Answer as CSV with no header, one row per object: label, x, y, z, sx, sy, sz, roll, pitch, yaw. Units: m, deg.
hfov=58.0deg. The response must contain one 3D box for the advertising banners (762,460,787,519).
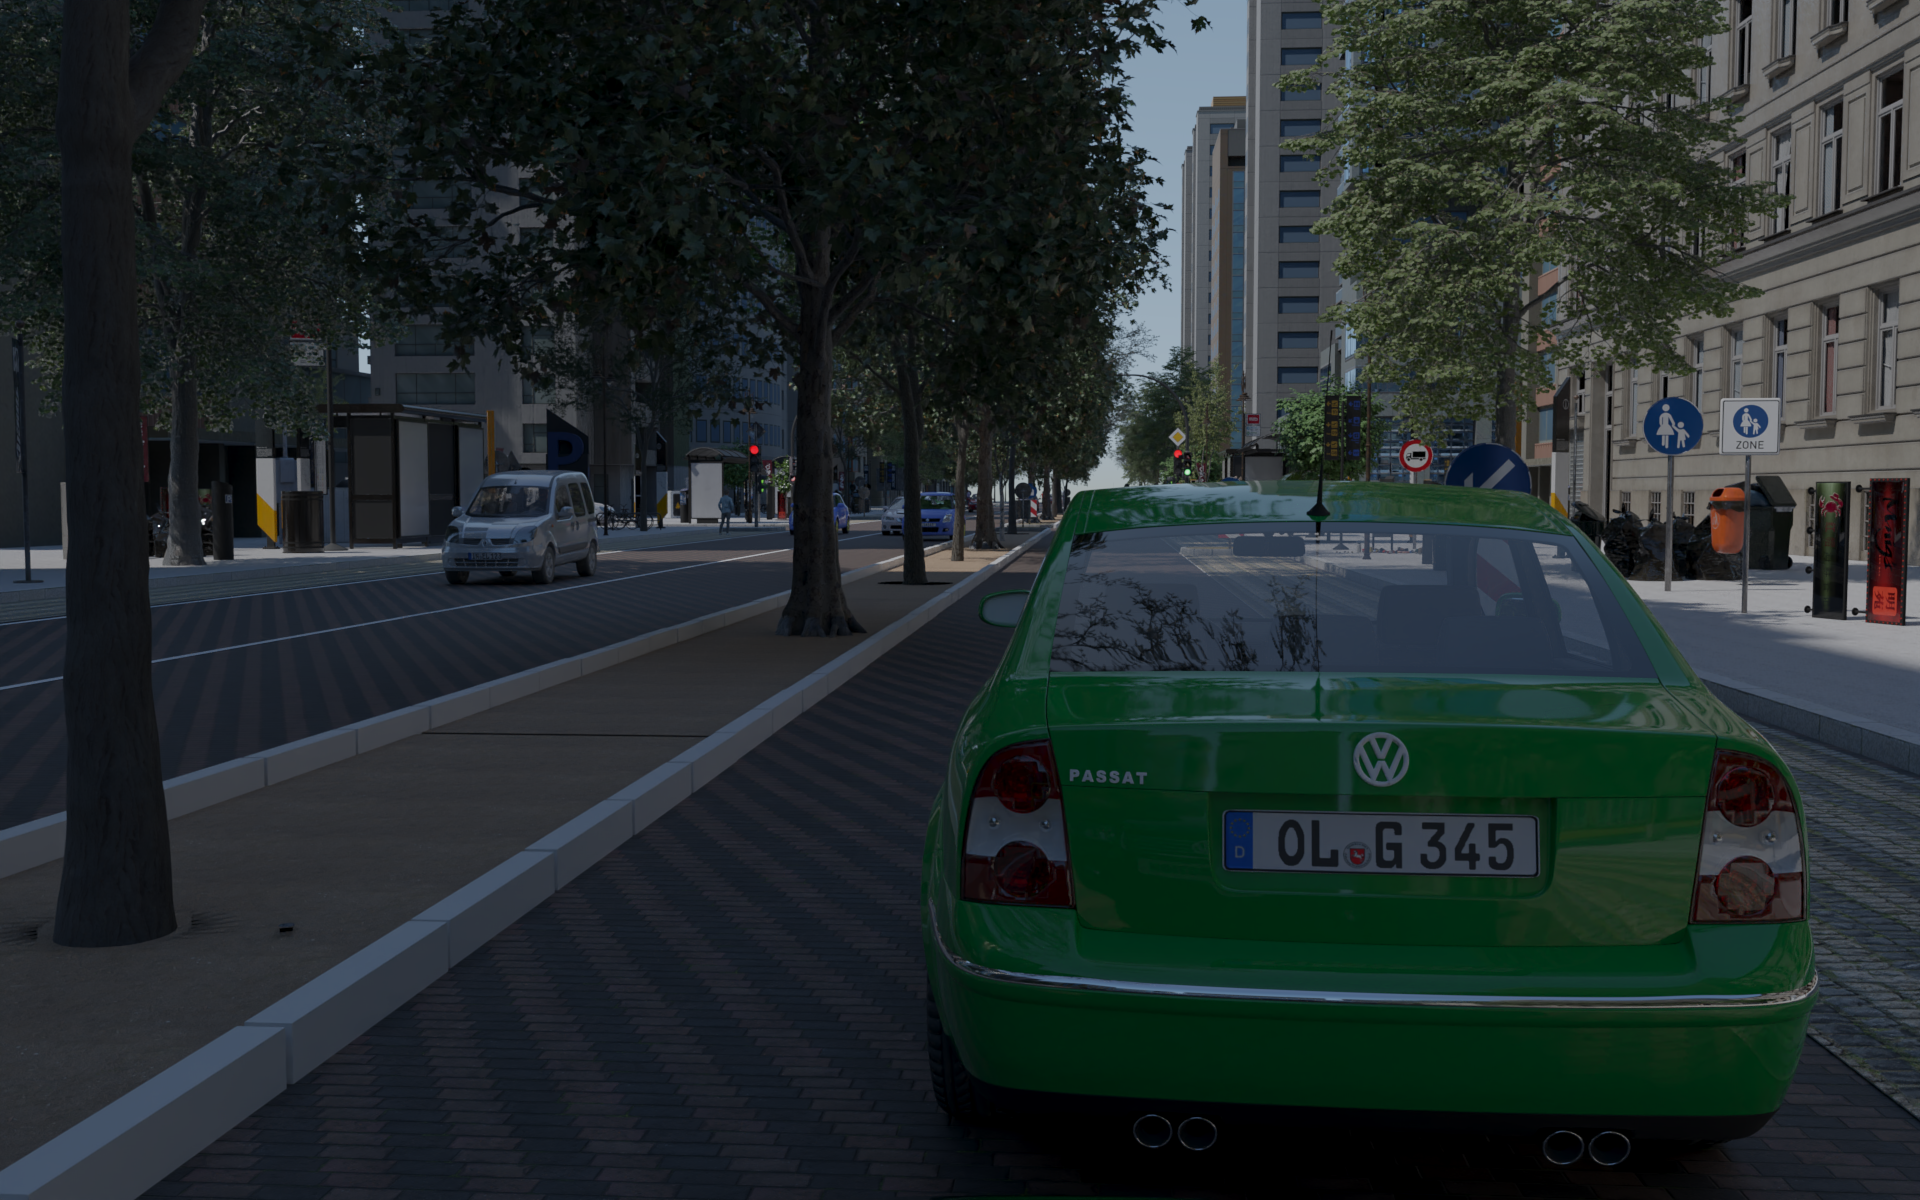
advertising banners,-9.090,-5.658,88.693,2.074,3.025,0.090,0,4,-3

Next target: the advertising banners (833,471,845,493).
advertising banners,-9.829,-8.409,133.676,2.074,3.025,0.090,-1,4,-19

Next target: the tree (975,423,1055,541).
tree,1.272,-6.065,51.975,4.360,8.622,3.978,0,3,0

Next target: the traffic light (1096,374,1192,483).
traffic light,6.461,-5.557,65.526,4.771,5.953,1.251,0,4,5

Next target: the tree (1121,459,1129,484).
tree,27.884,-21.055,262.378,7.486,12.596,7.792,0,3,0

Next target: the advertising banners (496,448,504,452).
advertising banners,-17.606,-4.193,64.742,0.090,3.025,2.074,1,4,18

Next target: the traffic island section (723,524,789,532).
traffic island section,-7.893,-2.733,66.964,2.009,0.180,2.903,0,4,5

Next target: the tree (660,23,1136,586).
tree,-0.813,-6.047,27.079,9.928,11.665,9.643,0,3,0

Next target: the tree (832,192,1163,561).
tree,-0.104,-6.067,36.066,8.767,10.594,7.601,0,4,5

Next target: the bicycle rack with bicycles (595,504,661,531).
bicycle rack with bicycles,-12.040,-2.966,61.880,2.925,0.926,2.852,-2,4,-29

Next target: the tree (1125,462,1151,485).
tree,22.751,-16.093,213.480,4.737,8.622,4.395,0,3,0

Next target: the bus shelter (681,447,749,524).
bus shelter,-10.776,-5.099,77.285,2.014,3.302,5.546,0,4,5

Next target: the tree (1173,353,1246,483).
tree,12.997,-8.619,91.279,4.737,8.622,4.395,0,3,0

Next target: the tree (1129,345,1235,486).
tree,17.147,-13.131,132.816,7.486,12.596,7.792,0,3,0

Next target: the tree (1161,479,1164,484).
tree,19.959,-10.674,169.119,1.663,3.219,1.824,0,3,0

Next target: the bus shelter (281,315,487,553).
bus shelter,-13.770,-3.911,41.582,2.179,5.291,8.768,0,4,5

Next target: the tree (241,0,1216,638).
tree,-1.475,-5.979,17.216,9.611,12.733,9.660,0,3,0

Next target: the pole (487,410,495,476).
pole,-11.455,-2.967,42.347,0.158,3.312,0.155,0,3,0

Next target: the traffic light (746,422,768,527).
traffic light,-7.854,-4.765,66.826,0.839,4.253,0.868,0,4,5

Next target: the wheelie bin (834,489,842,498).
wheelie bin,-8.265,-6.626,116.238,0.693,1.594,0.980,0,4,6

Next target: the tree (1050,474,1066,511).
tree,8.755,-11.811,145.932,4.737,8.622,4.395,0,3,0

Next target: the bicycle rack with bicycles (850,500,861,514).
bicycle rack with bicycles,-7.223,-5.931,110.353,2.852,0.926,2.925,1,4,10

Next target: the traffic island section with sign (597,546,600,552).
traffic island section with sign,-9.918,-2.062,42.347,1.989,1.847,2.006,0,4,5

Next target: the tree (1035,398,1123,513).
tree,7.424,-13.485,129.593,9.857,13.997,8.962,0,3,0

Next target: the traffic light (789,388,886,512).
traffic light,-5.106,-6.115,74.648,4.771,5.953,1.251,0,4,5

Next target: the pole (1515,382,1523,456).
pole,10.149,-2.314,31.679,0.158,3.312,0.155,0,3,0

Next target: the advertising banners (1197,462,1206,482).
advertising banners,14.119,-6.097,95.877,2.074,3.025,0.090,0,4,6

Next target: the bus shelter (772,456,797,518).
bus shelter,-8.923,-6.108,93.782,2.014,3.302,5.546,0,4,5

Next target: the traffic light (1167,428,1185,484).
traffic light,9.209,-5.170,73.454,0.839,4.253,0.868,0,4,5

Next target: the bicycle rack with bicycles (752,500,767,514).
bicycle rack with bicycles,-12.102,-6.065,112.543,2.925,0.926,2.852,1,4,16

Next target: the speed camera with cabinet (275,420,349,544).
speed camera with cabinet,-16.864,-3.094,44.920,2.038,3.252,0.660,-3,5,-42

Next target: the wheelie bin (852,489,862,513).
wheelie bin,-6.898,-6.625,116.227,0.693,1.594,0.980,-1,4,-14

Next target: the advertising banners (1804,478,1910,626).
advertising banners,9.105,-1.272,16.991,0.090,3.025,2.074,-1,4,-14

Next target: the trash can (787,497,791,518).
trash can,-8.728,-4.822,90.497,0.748,1.137,0.748,0,3,0

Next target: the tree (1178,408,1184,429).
tree,18.072,-13.417,153.784,7.601,10.594,8.767,-1,4,-11

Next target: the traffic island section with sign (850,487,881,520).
traffic island section with sign,-5.387,-5.430,97.411,1.989,1.847,2.006,0,4,5

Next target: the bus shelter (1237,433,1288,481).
bus shelter,10.729,-4.017,59.596,2.014,3.302,5.546,0,4,5

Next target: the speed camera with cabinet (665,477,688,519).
speed camera with cabinet,-14.620,-5.942,91.488,0.660,3.252,2.038,3,5,44

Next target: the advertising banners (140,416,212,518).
advertising banners,-17.789,-2.626,39.123,0.090,3.025,2.074,3,5,43

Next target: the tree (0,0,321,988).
tree,-2.756,-5.659,5.357,12.009,13.543,11.850,0,3,0

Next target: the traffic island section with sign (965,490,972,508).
traffic island section with sign,0.884,-10.083,173.491,1.989,1.847,2.006,0,4,5

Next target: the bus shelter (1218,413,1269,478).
bus shelter,13.675,-6.500,83.913,2.179,5.291,8.768,0,4,5

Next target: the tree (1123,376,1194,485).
tree,20.934,-16.946,183.727,9.857,13.997,8.962,0,3,0

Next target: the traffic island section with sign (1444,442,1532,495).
traffic island section with sign,4.027,-0.337,14.142,1.989,1.847,2.006,0,4,5

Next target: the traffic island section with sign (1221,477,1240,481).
traffic island section with sign,6.244,-1.981,41.011,1.989,1.847,2.006,0,4,5

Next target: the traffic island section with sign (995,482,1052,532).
traffic island section with sign,2.379,-3.561,66.356,2.006,1.907,1.989,0,4,5

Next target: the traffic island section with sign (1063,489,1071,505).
traffic island section with sign,9.158,-8.593,148.624,2.006,1.907,1.989,0,4,5

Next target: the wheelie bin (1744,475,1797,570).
wheelie bin,13.719,-1.320,29.488,0.980,1.594,0.693,-2,4,-30
